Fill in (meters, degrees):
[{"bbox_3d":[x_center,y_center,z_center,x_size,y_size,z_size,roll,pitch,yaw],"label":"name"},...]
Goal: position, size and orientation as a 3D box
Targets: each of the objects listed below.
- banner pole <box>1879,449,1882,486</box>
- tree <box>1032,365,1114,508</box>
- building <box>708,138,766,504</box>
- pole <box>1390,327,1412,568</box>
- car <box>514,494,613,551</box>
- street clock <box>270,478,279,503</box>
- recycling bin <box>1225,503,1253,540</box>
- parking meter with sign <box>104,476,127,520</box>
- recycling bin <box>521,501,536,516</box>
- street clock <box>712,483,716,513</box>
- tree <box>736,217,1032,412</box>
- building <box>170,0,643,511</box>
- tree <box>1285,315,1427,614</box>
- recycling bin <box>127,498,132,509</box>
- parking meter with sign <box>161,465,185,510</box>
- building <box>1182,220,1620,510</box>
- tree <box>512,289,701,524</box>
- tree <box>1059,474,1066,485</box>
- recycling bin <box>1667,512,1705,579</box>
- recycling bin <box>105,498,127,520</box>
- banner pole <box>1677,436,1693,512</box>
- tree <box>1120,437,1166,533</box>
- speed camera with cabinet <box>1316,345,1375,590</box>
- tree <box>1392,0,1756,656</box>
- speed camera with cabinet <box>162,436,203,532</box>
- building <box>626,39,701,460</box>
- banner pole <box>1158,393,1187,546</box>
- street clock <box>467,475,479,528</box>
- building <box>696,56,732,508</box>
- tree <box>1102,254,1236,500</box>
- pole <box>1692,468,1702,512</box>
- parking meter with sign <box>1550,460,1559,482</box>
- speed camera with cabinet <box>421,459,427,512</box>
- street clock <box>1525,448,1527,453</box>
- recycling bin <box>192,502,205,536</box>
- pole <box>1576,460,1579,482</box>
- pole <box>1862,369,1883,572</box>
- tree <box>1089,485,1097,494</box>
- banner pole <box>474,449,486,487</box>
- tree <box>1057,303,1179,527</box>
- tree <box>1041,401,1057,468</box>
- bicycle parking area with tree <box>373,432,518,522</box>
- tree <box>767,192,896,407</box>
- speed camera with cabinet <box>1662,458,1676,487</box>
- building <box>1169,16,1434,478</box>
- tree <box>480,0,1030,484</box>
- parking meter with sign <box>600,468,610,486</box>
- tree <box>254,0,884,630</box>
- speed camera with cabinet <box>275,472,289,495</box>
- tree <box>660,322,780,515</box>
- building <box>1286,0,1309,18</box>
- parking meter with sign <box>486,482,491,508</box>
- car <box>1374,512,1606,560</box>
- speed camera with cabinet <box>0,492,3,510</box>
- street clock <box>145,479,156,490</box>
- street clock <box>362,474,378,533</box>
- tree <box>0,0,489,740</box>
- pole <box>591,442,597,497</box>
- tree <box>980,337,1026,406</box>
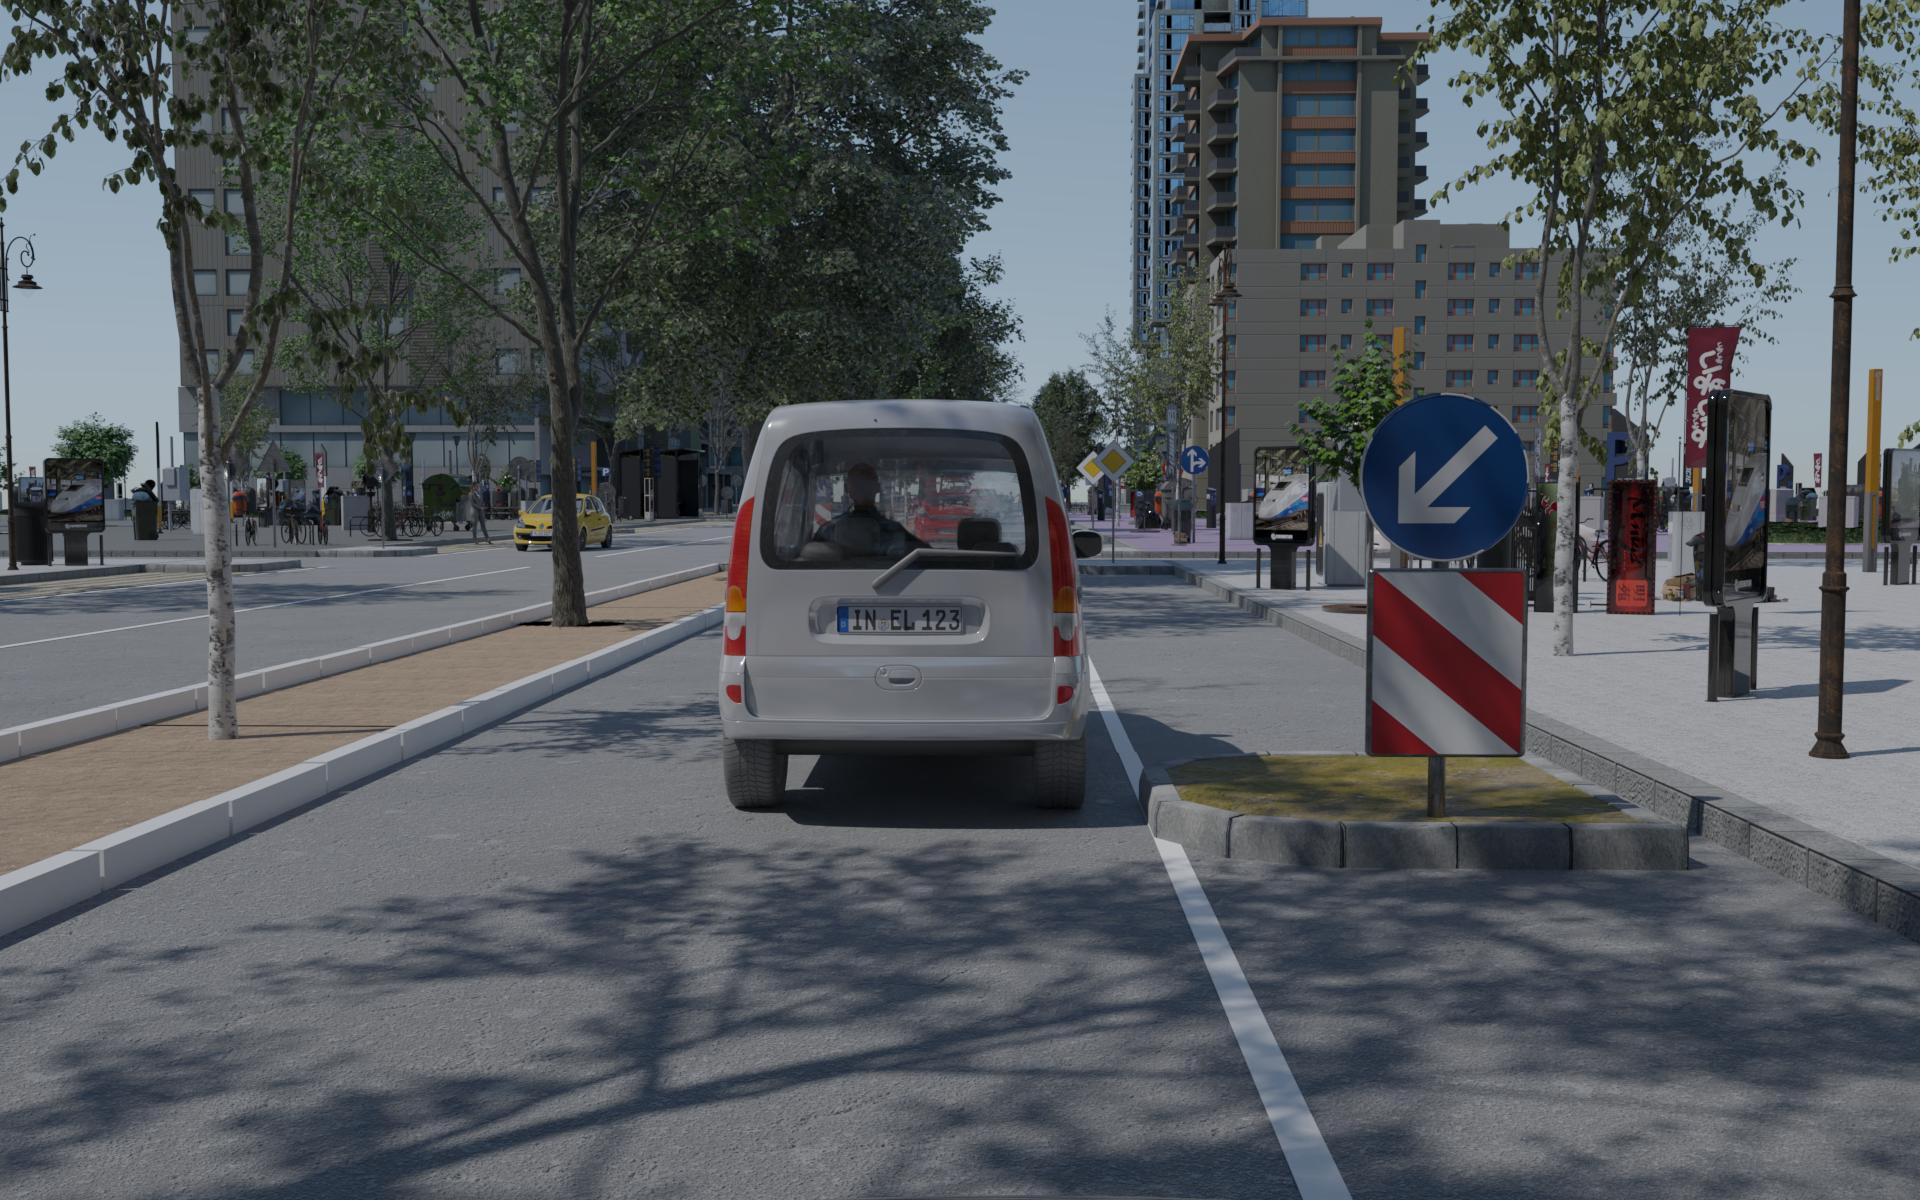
[{"bbox_3d":[50.940,-6.480,95.961,0.401,3.779,0.863,1,4,19],"label":"banner pole"},{"bbox_3d":[9.628,-14.489,153.899,9.611,12.733,9.660,0,3,0],"label":"tree"},{"bbox_3d":[-33.093,-37.076,225.797,23.786,49.044,30.456,0,4,2],"label":"building"},{"bbox_3d":[5.422,-1.680,21.308,0.158,3.312,0.155,0,3,0],"label":"pole"},{"bbox_3d":[-10.223,-2.109,44.700,2.015,1.641,3.980,0,4,3],"label":"car"},{"bbox_3d":[-31.656,-4.604,79.849,0.471,2.002,0.358,0,4,-6],"label":"street clock"},{"bbox_3d":[7.875,-2.214,48.753,0.722,1.027,0.722,0,4,1],"label":"recycling bin"},{"bbox_3d":[-42.393,-5.491,86.043,1.738,3.016,0.543,-2,4,-29],"label":"parking meter with sign"},{"bbox_3d":[-15.892,-3.159,64.199,0.722,1.027,0.722,-2,4,-32],"label":"recycling bin"},{"bbox_3d":[-16.426,-6.823,116.123,0.358,2.002,0.471,-3,5,-43],"label":"street clock"},{"bbox_3d":[-2.544,-8.533,58.982,9.611,12.733,9.660,0,3,0],"label":"tree"},{"bbox_3d":[-39.460,-33.053,129.662,28.713,52.752,27.495,0,4,2],"label":"building"},{"bbox_3d":[4.352,-1.485,18.889,1.663,3.219,1.824,0,3,0],"label":"tree"},{"bbox_3d":[-47.994,-5.327,99.658,0.722,1.027,0.722,2,4,30],"label":"recycling bin"},{"bbox_3d":[-47.149,-6.542,103.218,1.738,3.016,0.543,0,4,-3],"label":"parking meter with sign"},{"bbox_3d":[32.847,-17.828,136.534,27.650,21.520,28.899,0,4,2],"label":"building"},{"bbox_3d":[-15.047,-8.528,73.846,8.767,10.594,7.601,0,4,-7],"label":"tree"},{"bbox_3d":[12.330,-20.283,238.286,9.857,13.997,8.962,0,3,0],"label":"tree"},{"bbox_3d":[10.394,-0.725,24.409,0.722,1.027,0.722,1,4,17],"label":"recycling bin"},{"bbox_3d":[-41.231,-4.396,84.430,0.722,1.027,0.722,-1,4,-9],"label":"recycling bin"},{"bbox_3d":[31.399,-5.201,75.050,0.863,3.779,0.401,3,4,36],"label":"banner pole"},{"bbox_3d":[6.158,-3.875,57.961,1.663,3.219,1.824,0,3,0],"label":"tree"},{"bbox_3d":[5.329,-1.803,23.820,0.660,3.252,2.038,0,4,4],"label":"speed camera with cabinet"},{"bbox_3d":[5.027,-3.862,13.506,4.737,8.622,4.395,0,3,0],"label":"tree"},{"bbox_3d":[-26.268,-3.978,59.379,2.038,3.252,0.660,1,4,13],"label":"speed camera with cabinet"},{"bbox_3d":[-30.898,-28.582,150.914,14.154,41.232,14.086,0,4,2],"label":"building"},{"bbox_3d":[5.318,-3.232,42.861,0.401,3.779,0.863,3,4,39],"label":"banner pole"},{"bbox_3d":[-18.503,-3.742,65.748,0.471,2.002,0.358,-2,4,-28],"label":"street clock"},{"bbox_3d":[-33.273,-44.637,168.069,20.563,71.187,20.611,0,4,2],"label":"building"},{"bbox_3d":[6.690,-6.320,53.694,4.737,8.622,4.395,0,3,0],"label":"tree"},{"bbox_3d":[17.990,-2.960,42.245,0.158,3.312,0.155,0,3,0],"label":"pole"},{"bbox_3d":[30.480,-5.654,88.701,0.543,3.016,1.738,1,4,13],"label":"parking meter with sign"},{"bbox_3d":[-29.984,-6.323,97.721,0.660,3.252,2.038,-1,4,-22],"label":"speed camera with cabinet"},{"bbox_3d":[6.836,-1.052,21.767,0.471,2.002,0.358,0,4,-3],"label":"street clock"},{"bbox_3d":[-23.301,-2.521,53.781,0.722,1.027,0.722,2,4,27],"label":"recycling bin"},{"bbox_3d":[37.236,-6.774,104.604,0.158,3.312,0.155,0,3,0],"label":"pole"},{"bbox_3d":[14.918,-2.108,28.309,0.158,3.312,0.155,0,3,0],"label":"pole"},{"bbox_3d":[7.557,-6.063,93.726,1.663,3.219,1.824,0,3,0],"label":"tree"},{"bbox_3d":[-26.513,-6.459,95.623,0.863,3.779,0.401,1,4,18],"label":"banner pole"},{"bbox_3d":[6.427,-7.174,67.653,4.360,8.622,3.978,0,3,0],"label":"tree"},{"bbox_3d":[7.828,-11.175,133.080,4.360,8.622,3.978,0,3,0],"label":"tree"},{"bbox_3d":[-25.020,-5.876,83.070,9.016,4.147,8.231,1,4,20],"label":"bicycle parking area with tree"},{"bbox_3d":[-3.405,-5.446,41.855,4.737,8.622,4.395,0,3,0],"label":"tree"},{"bbox_3d":[38.991,-6.202,95.735,0.660,3.252,2.038,1,4,9],"label":"speed camera with cabinet"},{"bbox_3d":[31.537,-31.198,164.705,22.147,44.769,28.867,0,4,2],"label":"building"},{"bbox_3d":[-3.315,-7.295,28.389,9.857,13.997,8.962,0,3,0],"label":"tree"},{"bbox_3d":[-23.504,-7.217,114.252,0.543,3.016,1.738,0,4,-1],"label":"parking meter with sign"},{"bbox_3d":[-4.330,-5.523,18.512,9.928,11.665,9.643,0,3,0],"label":"tree"},{"bbox_3d":[-42.193,-7.011,108.972,0.660,3.252,2.038,1,4,16],"label":"speed camera with cabinet"},{"bbox_3d":[-14.774,-11.948,105.722,12.009,13.543,11.850,0,3,0],"label":"tree"},{"bbox_3d":[33.292,-55.779,224.658,22.319,86.520,31.000,0,4,2],"label":"building"},{"bbox_3d":[-29.295,-6.758,106.753,0.543,3.016,1.738,-2,4,-30],"label":"parking meter with sign"},{"bbox_3d":[10.771,-1.422,35.615,4.827,1.381,2.083,0,4,2],"label":"car"},{"bbox_3d":[-64.702,-7.368,114.799,0.660,3.252,2.038,3,5,40],"label":"speed camera with cabinet"},{"bbox_3d":[-39.858,-4.936,85.278,0.471,2.002,0.358,-3,5,-42],"label":"street clock"},{"bbox_3d":[-19.627,-3.250,57.700,0.471,2.002,0.358,1,4,12],"label":"street clock"},{"bbox_3d":[-4.282,-3.472,9.591,4.360,8.622,3.978,0,3,0],"label":"tree"},{"bbox_3d":[-14.312,-4.522,67.779,0.158,3.312,0.155,0,3,0],"label":"pole"},{"bbox_3d":[-1.730,-10.949,91.837,12.009,13.543,11.850,0,3,0],"label":"tree"}]
